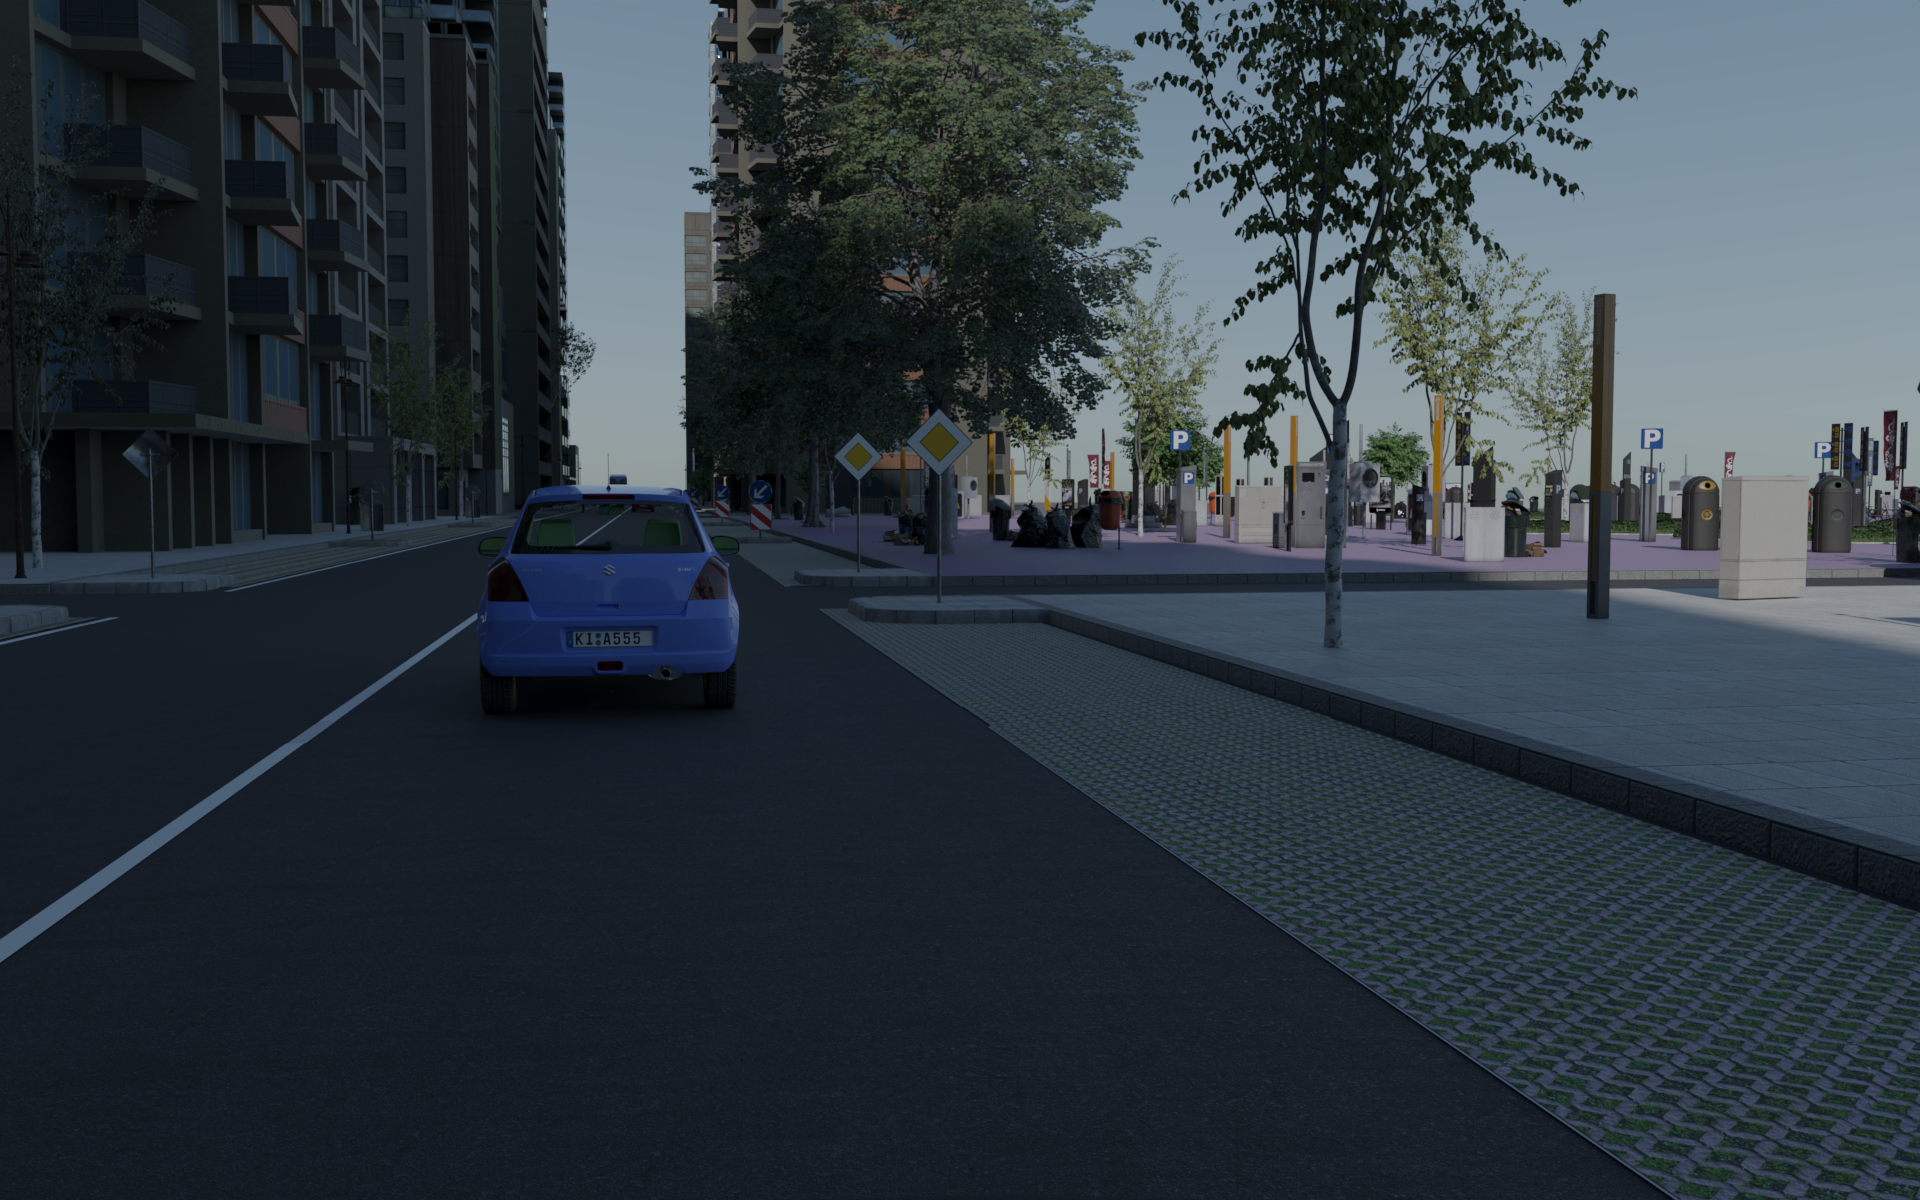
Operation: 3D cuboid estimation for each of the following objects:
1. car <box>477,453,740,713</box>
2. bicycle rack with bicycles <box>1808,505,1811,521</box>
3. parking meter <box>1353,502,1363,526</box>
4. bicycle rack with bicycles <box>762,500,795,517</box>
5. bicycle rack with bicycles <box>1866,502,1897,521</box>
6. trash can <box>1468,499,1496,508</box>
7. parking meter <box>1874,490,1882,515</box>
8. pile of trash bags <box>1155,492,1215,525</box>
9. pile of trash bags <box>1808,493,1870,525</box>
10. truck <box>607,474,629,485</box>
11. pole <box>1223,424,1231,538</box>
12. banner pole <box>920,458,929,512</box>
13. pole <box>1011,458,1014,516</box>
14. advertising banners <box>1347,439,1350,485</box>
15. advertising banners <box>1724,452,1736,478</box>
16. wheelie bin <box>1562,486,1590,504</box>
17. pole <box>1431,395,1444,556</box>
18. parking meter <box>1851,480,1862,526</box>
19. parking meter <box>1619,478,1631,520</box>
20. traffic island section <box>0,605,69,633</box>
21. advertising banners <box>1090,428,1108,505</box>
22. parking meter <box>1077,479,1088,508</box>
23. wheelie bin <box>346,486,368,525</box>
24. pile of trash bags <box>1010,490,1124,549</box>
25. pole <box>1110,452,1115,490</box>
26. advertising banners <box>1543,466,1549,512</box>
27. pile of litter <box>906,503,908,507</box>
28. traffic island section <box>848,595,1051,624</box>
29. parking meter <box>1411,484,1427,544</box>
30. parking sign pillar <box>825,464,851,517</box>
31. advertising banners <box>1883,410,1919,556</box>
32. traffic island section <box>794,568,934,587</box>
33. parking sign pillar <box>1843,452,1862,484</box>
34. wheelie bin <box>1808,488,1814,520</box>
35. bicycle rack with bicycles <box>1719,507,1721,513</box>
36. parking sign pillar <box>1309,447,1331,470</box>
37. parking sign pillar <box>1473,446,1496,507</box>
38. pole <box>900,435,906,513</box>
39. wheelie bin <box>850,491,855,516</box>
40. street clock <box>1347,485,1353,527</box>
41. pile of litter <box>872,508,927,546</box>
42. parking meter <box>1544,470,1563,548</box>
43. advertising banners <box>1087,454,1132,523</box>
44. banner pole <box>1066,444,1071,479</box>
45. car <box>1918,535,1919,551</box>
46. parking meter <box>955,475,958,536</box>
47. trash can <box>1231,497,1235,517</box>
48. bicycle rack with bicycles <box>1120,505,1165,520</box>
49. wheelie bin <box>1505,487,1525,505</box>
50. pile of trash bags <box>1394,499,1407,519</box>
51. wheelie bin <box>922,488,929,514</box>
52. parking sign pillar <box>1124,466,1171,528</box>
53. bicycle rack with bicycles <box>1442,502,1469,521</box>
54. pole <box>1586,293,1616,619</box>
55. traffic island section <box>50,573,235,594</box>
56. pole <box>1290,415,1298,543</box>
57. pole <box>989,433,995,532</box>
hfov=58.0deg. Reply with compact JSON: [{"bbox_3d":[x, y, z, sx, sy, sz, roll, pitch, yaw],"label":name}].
[{"bbox_3d":[-2.569,-0.193,12.740,1.945,1.707,3.694,-1,4,-11],"label":"car"},{"bbox_3d":[42.042,-4.692,90.089,2.925,0.926,2.852,-1,4,-21],"label":"bicycle rack with bicycles"},{"bbox_3d":[16.169,-3.786,70.308,0.372,1.533,0.369,0,3,0],"label":"parking meter"},{"bbox_3d":[-10.204,-5.227,98.851,2.852,0.926,2.925,0,4,-7],"label":"bicycle rack with bicycles"},{"bbox_3d":[40.053,-3.858,76.461,2.925,0.926,2.852,0,4,0],"label":"bicycle rack with bicycles"},{"bbox_3d":[13.813,-2.092,45.854,0.748,1.137,0.748,0,3,0],"label":"trash can"},{"bbox_3d":[51.443,-5.420,97.030,0.372,1.533,0.369,0,3,0],"label":"parking meter"},{"bbox_3d":[9.440,-3.806,71.975,3.447,1.369,1.912,-2,4,-28],"label":"pile of trash bags"},{"bbox_3d":[36.388,-3.839,72.520,1.912,1.369,3.447,-1,4,-18],"label":"pile of trash bags"},{"bbox_3d":[-47.900,-15.471,242.703,2.967,4.110,18.799,-1,4,-11],"label":"truck"},{"bbox_3d":[7.725,-3.440,50.082,0.158,3.312,0.155,0,3,0],"label":"pole"},{"bbox_3d":[-1.860,-6.212,91.576,0.863,3.779,0.401,-2,4,-26],"label":"banner pole"},{"bbox_3d":[3.012,-6.437,99.087,0.158,3.312,0.155,0,3,0],"label":"pole"},{"bbox_3d":[12.018,-3.549,54.210,0.090,3.025,2.074,1,4,23],"label":"advertising banners"},{"bbox_3d":[31.073,-4.603,71.440,2.074,3.025,0.090,-1,4,-14],"label":"advertising banners"},{"bbox_3d":[23.330,-3.491,64.983,0.980,1.594,0.693,-1,4,-16],"label":"wheelie bin"},{"bbox_3d":[9.884,-2.567,35.820,0.158,3.312,0.155,0,3,0],"label":"pole"},{"bbox_3d":[36.222,-3.933,70.023,0.399,1.863,0.255,0,4,7],"label":"parking meter"},{"bbox_3d":[24.373,-3.534,63.495,0.255,1.863,0.399,-1,4,-11],"label":"parking meter"},{"bbox_3d":[-10.900,0.231,18.510,2.009,0.180,2.903,-1,4,-10],"label":"traffic island section"},{"bbox_3d":[3.772,-3.102,46.912,0.090,3.025,2.074,0,4,-2],"label":"advertising banners"},{"bbox_3d":[4.743,-3.745,66.935,0.255,1.863,0.399,-3,5,-41],"label":"parking meter"},{"bbox_3d":[-25.075,-3.931,72.173,0.693,1.594,0.980,1,4,16],"label":"wheelie bin"},{"bbox_3d":[2.737,-1.926,41.241,1.912,1.369,3.447,-2,4,-33],"label":"pile of trash bags"},{"bbox_3d":[7.417,-5.535,84.335,0.158,3.312,0.155,0,3,0],"label":"pole"},{"bbox_3d":[33.430,-6.274,98.770,0.090,3.025,2.074,1,4,14],"label":"advertising banners"},{"bbox_3d":[-3.169,-4.927,94.516,1.719,0.858,1.176,-1,4,-10],"label":"pile of litter"},{"bbox_3d":[-0.227,0.115,20.409,2.009,0.180,2.903,-1,4,-10],"label":"traffic island section"},{"bbox_3d":[11.724,-2.190,44.220,0.372,1.533,0.369,0,3,0],"label":"parking meter"},{"bbox_3d":[-6.788,-6.603,96.439,1.447,3.967,1.447,-1,4,-17],"label":"parking sign pillar"},{"bbox_3d":[19.394,-2.397,35.379,0.090,3.025,2.074,0,4,-1],"label":"advertising banners"},{"bbox_3d":[-1.634,-0.366,28.269,2.009,0.180,2.903,-1,4,-10],"label":"traffic island section"},{"bbox_3d":[48.464,-6.453,93.985,1.447,3.967,1.447,-2,4,-34],"label":"parking sign pillar"},{"bbox_3d":[41.641,-4.683,84.474,0.980,1.594,0.693,-3,4,-38],"label":"wheelie bin"},{"bbox_3d":[38.395,-4.522,87.310,2.925,0.926,2.852,2,4,32],"label":"bicycle rack with bicycles"},{"bbox_3d":[18.496,-6.108,88.336,1.447,3.967,1.447,2,4,30],"label":"parking sign pillar"},{"bbox_3d":[29.766,-6.718,98.312,1.447,3.967,1.447,-2,4,-34],"label":"parking sign pillar"},{"bbox_3d":[-1.968,-4.029,59.711,0.158,3.312,0.155,0,3,0],"label":"pole"},{"bbox_3d":[-6.650,-5.854,103.613,0.693,1.594,0.980,0,4,-6],"label":"wheelie bin"},{"bbox_3d":[15.348,-3.886,68.109,0.358,2.002,0.471,0,4,0],"label":"street clock"},{"bbox_3d":[-1.222,-1.808,43.528,1.719,0.858,1.176,-3,5,-43],"label":"pile of litter"},{"bbox_3d":[14.226,-2.192,41.548,0.399,1.863,0.255,-3,4,-37],"label":"parking meter"},{"bbox_3d":[6.645,-4.912,76.494,2.074,3.025,0.090,0,4,1],"label":"advertising banners"},{"bbox_3d":[5.477,-5.956,87.405,0.401,3.779,0.863,1,4,19],"label":"banner pole"},{"bbox_3d":[18.519,-1.209,28.439,5.304,1.827,2.281,-1,4,-11],"label":"car"},{"bbox_3d":[-0.285,-2.862,52.508,0.399,1.863,0.255,3,5,40],"label":"parking meter"},{"bbox_3d":[15.023,-5.191,96.522,0.748,1.137,0.748,0,3,0],"label":"trash can"},{"bbox_3d":[9.384,-4.352,84.540,2.925,0.926,2.852,3,5,41],"label":"bicycle rack with bicycles"},{"bbox_3d":[24.799,-4.255,77.469,0.693,1.594,0.980,3,4,36],"label":"wheelie bin"},{"bbox_3d":[22.998,-4.876,89.478,3.447,1.369,1.912,-1,4,-21],"label":"pile of trash bags"},{"bbox_3d":[-1.379,-4.771,85.918,0.980,1.594,0.693,-2,4,-24],"label":"wheelie bin"},{"bbox_3d":[7.028,-4.757,66.242,1.447,3.967,1.447,-1,4,-16],"label":"parking sign pillar"},{"bbox_3d":[23.064,-4.154,81.303,2.925,0.926,2.852,-2,4,-32],"label":"bicycle rack with bicycles"},{"bbox_3d":[6.574,-1.462,17.755,0.158,3.312,0.155,0,3,0],"label":"pole"},{"bbox_3d":[-12.307,-0.250,26.371,2.009,0.180,2.903,-1,4,-10],"label":"traffic island section"},{"bbox_3d":[8.676,-3.132,45.044,0.158,3.312,0.155,0,3,0],"label":"pole"},{"bbox_3d":[1.086,-3.923,57.982,0.158,3.312,0.155,0,3,0],"label":"pole"}]
